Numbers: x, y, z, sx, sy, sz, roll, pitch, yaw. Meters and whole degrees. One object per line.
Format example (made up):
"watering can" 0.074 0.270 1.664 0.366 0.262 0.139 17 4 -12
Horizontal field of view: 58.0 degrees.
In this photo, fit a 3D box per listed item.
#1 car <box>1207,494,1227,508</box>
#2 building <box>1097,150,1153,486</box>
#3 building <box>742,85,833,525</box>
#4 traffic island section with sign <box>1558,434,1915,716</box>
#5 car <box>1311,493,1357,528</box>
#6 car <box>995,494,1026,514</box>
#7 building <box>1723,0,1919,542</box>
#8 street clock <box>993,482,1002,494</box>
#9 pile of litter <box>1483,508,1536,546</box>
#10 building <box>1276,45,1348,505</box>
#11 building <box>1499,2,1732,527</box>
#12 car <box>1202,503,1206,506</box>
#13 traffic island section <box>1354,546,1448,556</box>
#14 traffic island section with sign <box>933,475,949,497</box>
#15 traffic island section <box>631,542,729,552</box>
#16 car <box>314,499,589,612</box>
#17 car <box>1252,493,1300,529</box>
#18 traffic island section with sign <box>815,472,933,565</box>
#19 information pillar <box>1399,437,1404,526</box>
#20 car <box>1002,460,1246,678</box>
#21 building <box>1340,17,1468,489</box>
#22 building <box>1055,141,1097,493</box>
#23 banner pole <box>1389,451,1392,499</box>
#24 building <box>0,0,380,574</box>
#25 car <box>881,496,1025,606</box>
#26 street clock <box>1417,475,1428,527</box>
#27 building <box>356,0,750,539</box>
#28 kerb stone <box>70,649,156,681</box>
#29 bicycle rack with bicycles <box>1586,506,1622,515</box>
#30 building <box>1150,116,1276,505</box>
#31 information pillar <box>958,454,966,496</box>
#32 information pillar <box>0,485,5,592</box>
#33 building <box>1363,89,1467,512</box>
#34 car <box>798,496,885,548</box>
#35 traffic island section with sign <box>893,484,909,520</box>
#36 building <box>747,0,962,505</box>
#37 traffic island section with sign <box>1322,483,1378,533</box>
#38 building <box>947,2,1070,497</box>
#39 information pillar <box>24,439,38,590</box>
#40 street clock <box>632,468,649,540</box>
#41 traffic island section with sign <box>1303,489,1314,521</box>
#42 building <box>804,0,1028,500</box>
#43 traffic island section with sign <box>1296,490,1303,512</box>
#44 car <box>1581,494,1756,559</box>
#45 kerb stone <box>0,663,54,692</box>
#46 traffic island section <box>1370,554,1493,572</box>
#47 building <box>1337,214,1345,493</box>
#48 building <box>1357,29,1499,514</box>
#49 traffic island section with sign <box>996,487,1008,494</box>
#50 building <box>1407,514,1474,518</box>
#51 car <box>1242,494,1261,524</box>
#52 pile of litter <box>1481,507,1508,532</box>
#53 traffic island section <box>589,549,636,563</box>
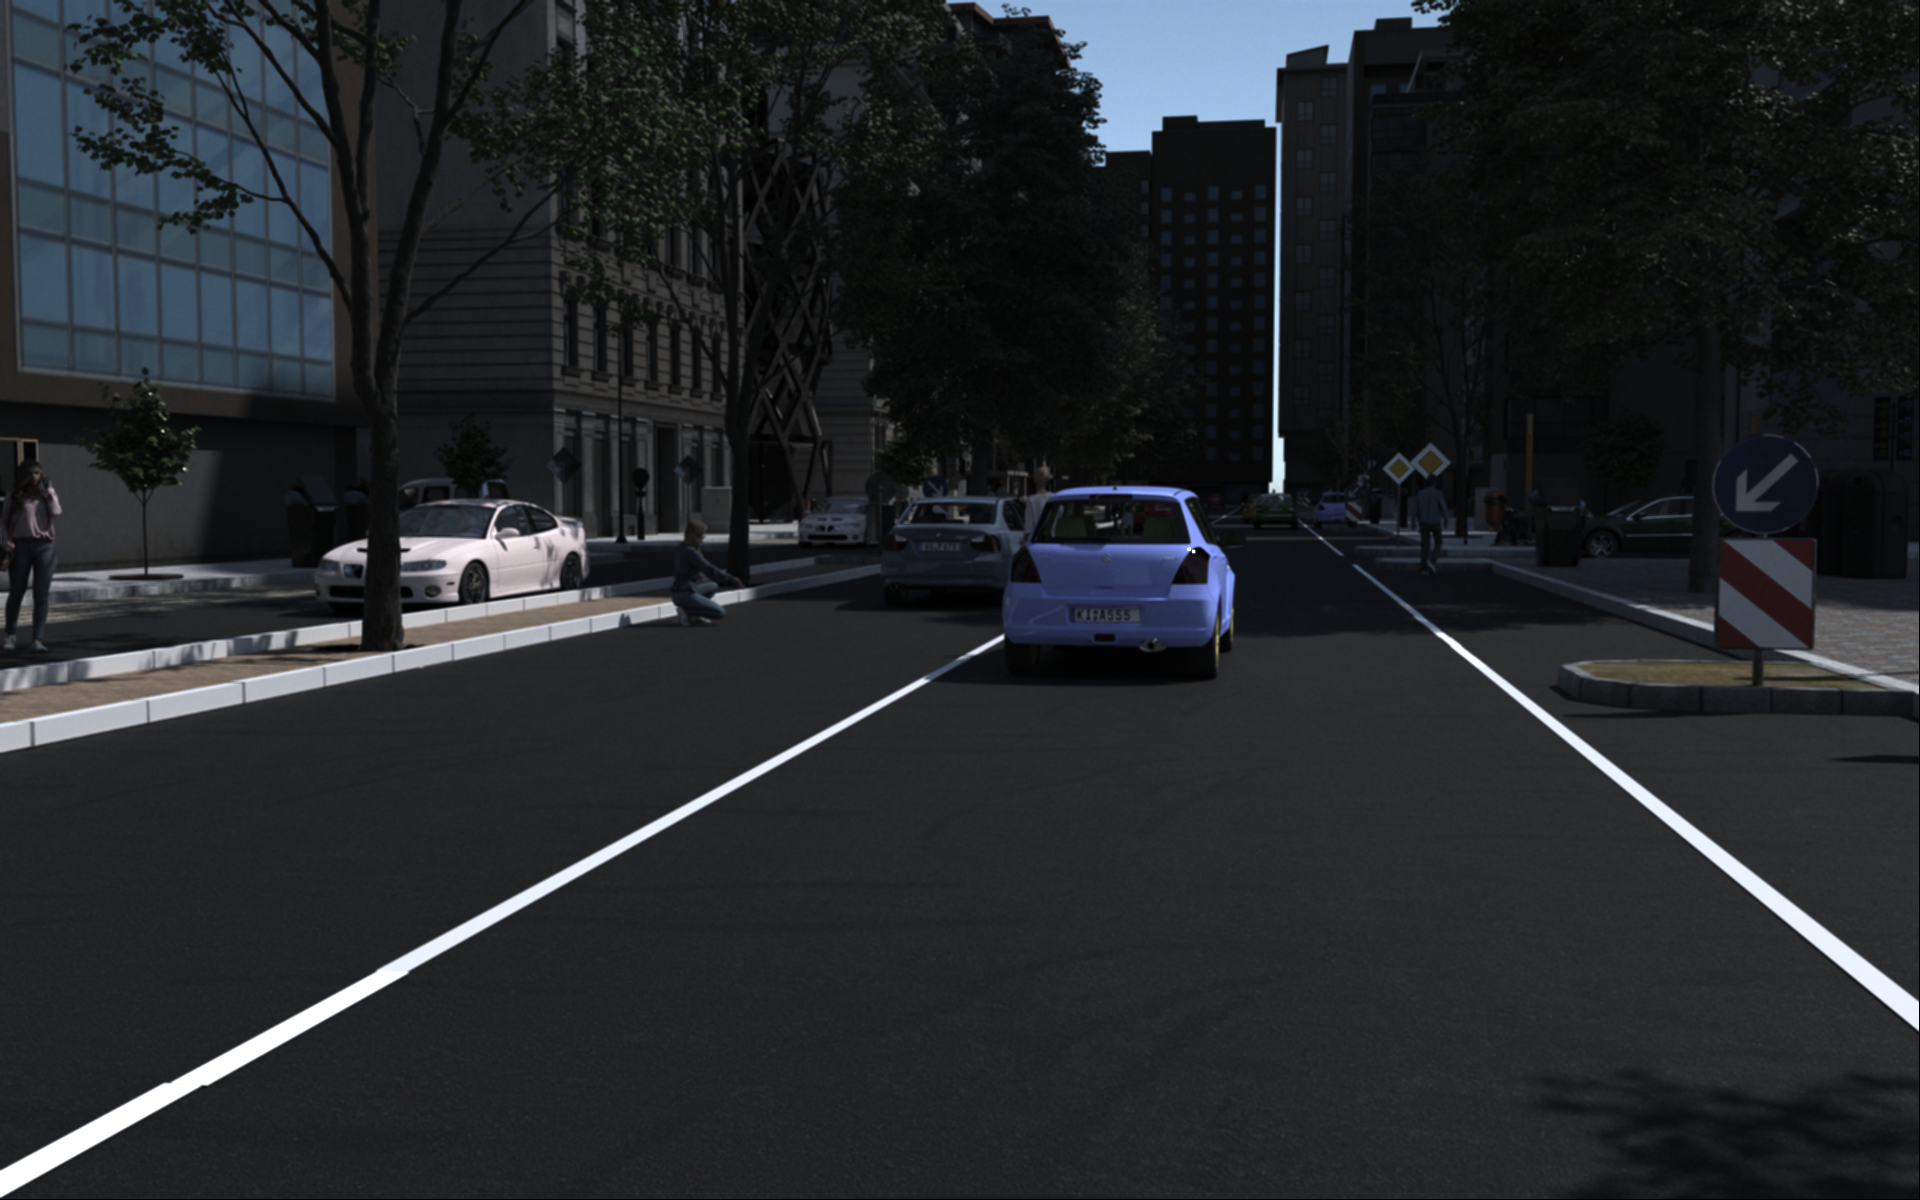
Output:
"car" 26.880 -10.538 181.337 2.155 1.783 4.494 1 4 10
"building" 16.497 -32.203 210.112 14.086 41.232 14.154 1 4 10
"building" -14.273 -12.694 75.000 16.820 18.784 16.811 1 4 10
"traffic island section with sign" 5.363 -0.223 12.270 1.989 1.847 2.006 1 4 10
"car" 16.063 -3.952 74.211 1.945 1.707 3.694 1 4 9
"car" 1.973 -3.899 75.547 2.131 1.459 4.920 1 4 11
"building" 38.449 -30.866 46.652 28.212 58.520 21.231 1 4 10
"street clock" 2.307 -6.227 106.387 0.471 2.002 0.358 -1 4 -12
"pile of litter" 13.969 -1.766 42.839 1.719 0.858 1.176 1 4 11
"building" 52.245 -38.029 211.006 27.495 52.752 28.713 1 4 10
"building" 29.247 -18.350 71.719 14.160 30.474 14.107 1 4 10
"car" 10.497 -4.341 81.192 2.015 1.641 3.980 1 4 11
"traffic island section" 10.481 -1.169 41.387 2.009 0.180 2.903 1 4 10
"traffic island section with sign" -0.483 -2.131 42.971 2.006 1.907 1.989 1 4 10
"traffic island section" -6.990 -1.357 44.463 2.009 0.180 2.903 1 4 10
"car" -6.416 -0.612 22.368 2.083 1.381 4.827 1 4 11
"car" 13.120 -3.861 71.919 1.959 1.807 4.718 1 4 11
"traffic island section with sign" -1.779 -1.684 35.677 2.006 1.907 1.989 1 4 10
"information pillar" 17.955 -4.841 70.507 0.183 3.616 0.504 2 4 29
"car" 1.459 -0.323 14.878 1.945 1.707 3.694 1 4 11
"building" 43.850 -31.453 164.364 14.600 45.320 14.200 1 4 10
"building" 6.686 -30.755 186.443 14.086 41.232 14.154 1 4 10
"banner pole" 25.323 -6.845 101.928 0.401 3.779 0.863 1 4 22
"building" -20.652 -23.269 30.555 14.200 45.320 14.600 1 4 10
"car" 0.136 -0.701 23.471 2.014 1.417 4.499 1 4 11
"street clock" 17.767 -3.782 66.413 0.358 2.002 0.471 -2 4 -24
"building" -14.037 -12.653 56.033 9.793 20.994 18.267 1 4 10
"kerb stone" -6.744 0.523 13.676 0.120 0.150 1.000 1 4 10
"bicycle rack with bicycles" 19.029 -2.356 51.902 2.925 0.926 2.852 0 4 -4
"building" 30.474 -34.111 207.818 14.200 45.320 14.600 1 4 10
"information pillar" 0.106 -6.636 99.855 0.504 3.616 0.183 2 4 34
"information pillar" -12.506 -1.115 22.729 0.304 2.012 0.304 -3 5 -41
"building" 36.916 -21.754 127.374 14.160 30.474 14.107 1 4 10
"car" -3.127 -2.154 47.575 2.083 1.381 4.827 1 4 9
"traffic island section with sign" -2.388 -3.670 68.637 1.989 1.847 2.006 1 4 10
"building" -8.705 -19.111 99.847 14.401 28.519 23.554 1 4 10
"traffic island section with sign" 14.762 -3.485 65.613 1.989 1.847 2.006 1 4 10
"building" -1.773 -30.864 159.244 22.147 44.769 28.867 1 4 10
"information pillar" -12.585 -1.147 23.252 0.304 2.012 0.304 1 4 14
"street clock" -8.876 -2.665 48.149 0.471 2.002 0.358 -1 4 -14
"traffic island section with sign" 19.504 -5.125 92.421 1.989 1.847 2.006 1 4 10
"building" -11.412 -27.023 133.712 32.217 40.220 23.993 1 4 10
"traffic island section with sign" 28.173 -8.133 141.598 1.989 1.847 2.006 1 4 10
"car" 15.290 -1.585 37.714 4.920 1.459 2.131 0 4 8
"kerb stone" -6.921 0.583 12.670 0.120 0.150 1.000 1 4 10
"traffic island section" 9.094 -0.688 33.523 2.009 0.180 2.903 1 4 10
"building" 46.194 -24.897 178.773 14.160 30.474 14.107 1 4 10
"building" 49.838 -27.659 144.113 32.217 40.220 23.993 1 4 10
"traffic island section with sign" 2.306 -5.294 95.186 1.989 1.847 2.006 1 4 10
"building" 42.408 -24.926 99.413 32.217 40.220 23.993 1 4 10
"car" 14.773 -4.559 84.762 2.015 1.641 3.980 1 4 12
"pile of litter" 18.392 -2.719 58.417 1.719 0.858 1.176 2 4 25
"traffic island section" -8.378 -0.876 36.599 2.009 0.180 2.903 1 4 10
